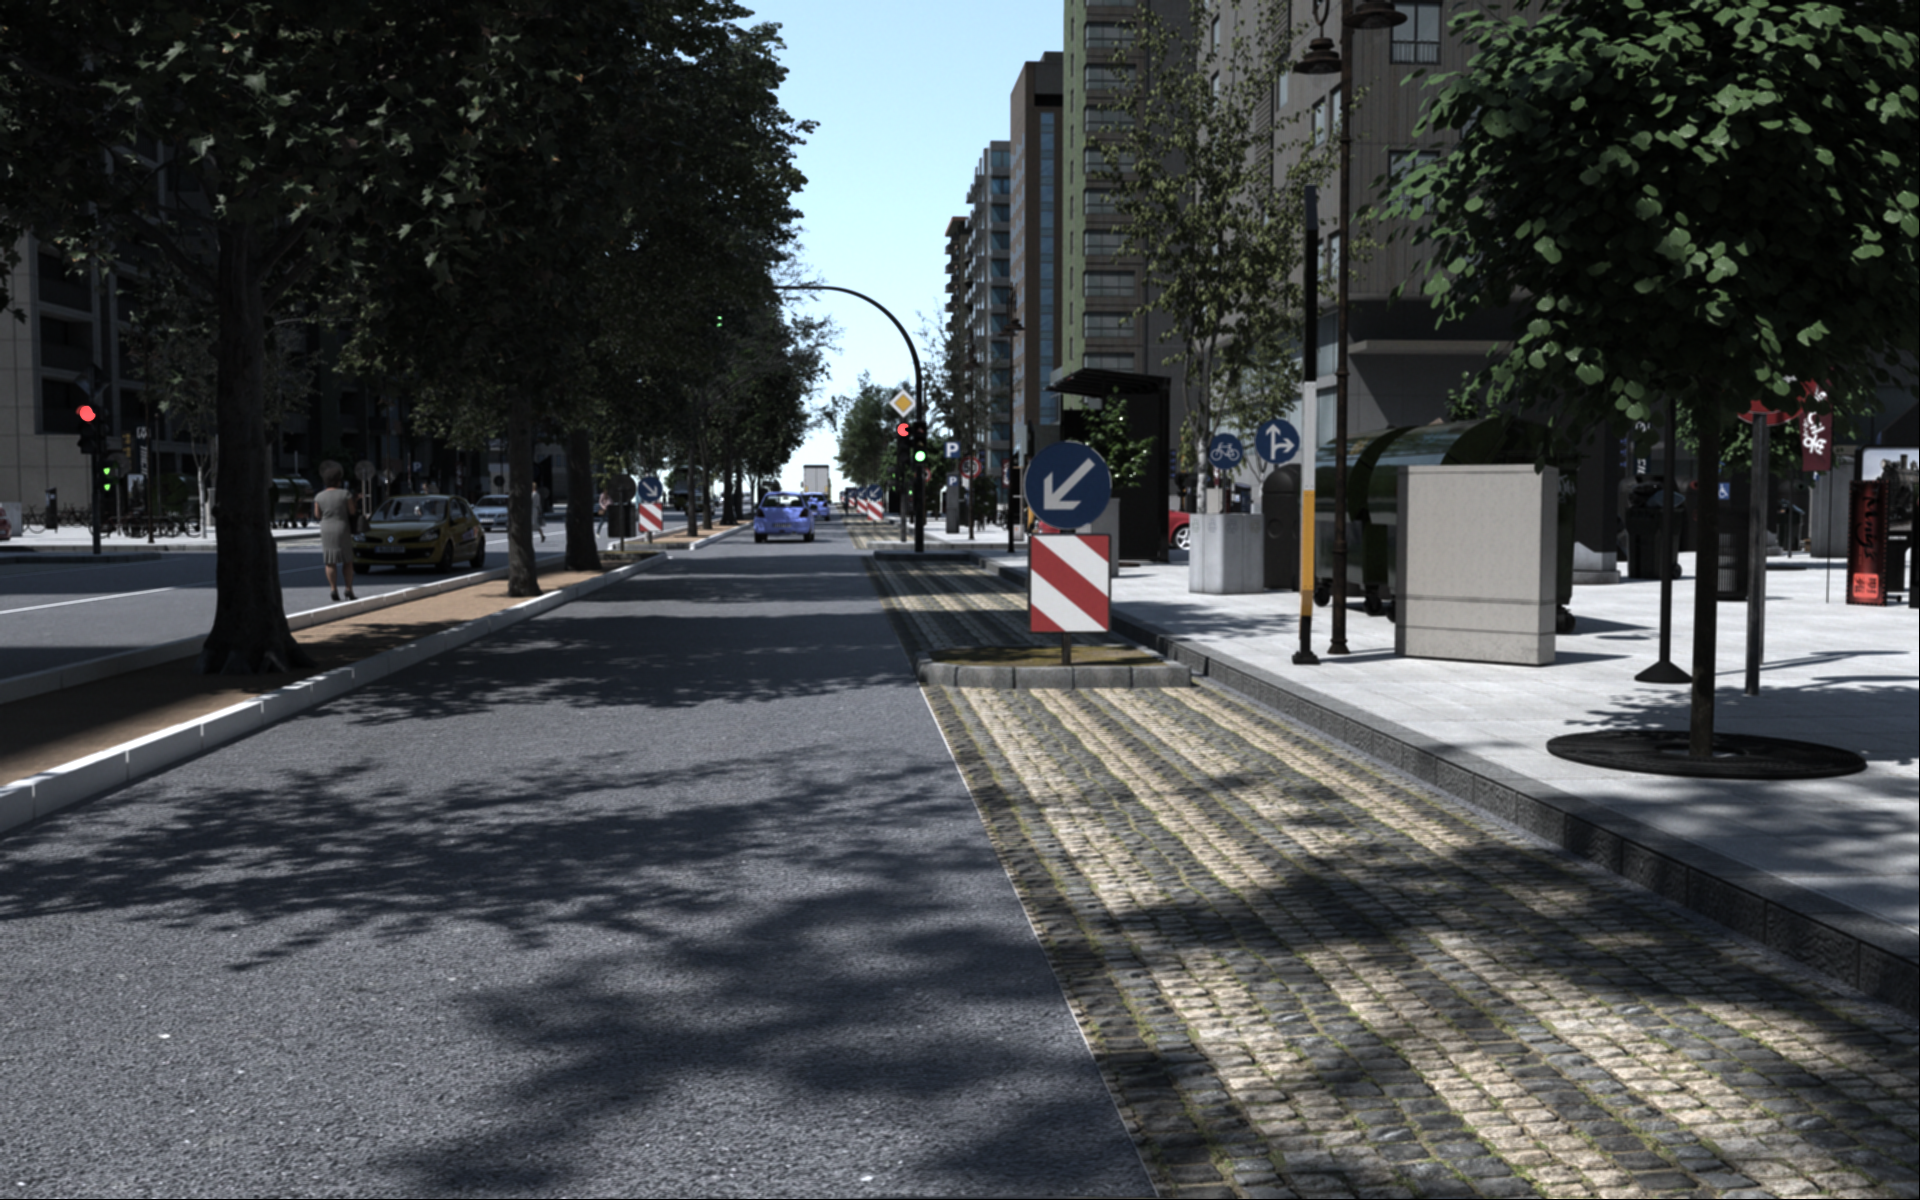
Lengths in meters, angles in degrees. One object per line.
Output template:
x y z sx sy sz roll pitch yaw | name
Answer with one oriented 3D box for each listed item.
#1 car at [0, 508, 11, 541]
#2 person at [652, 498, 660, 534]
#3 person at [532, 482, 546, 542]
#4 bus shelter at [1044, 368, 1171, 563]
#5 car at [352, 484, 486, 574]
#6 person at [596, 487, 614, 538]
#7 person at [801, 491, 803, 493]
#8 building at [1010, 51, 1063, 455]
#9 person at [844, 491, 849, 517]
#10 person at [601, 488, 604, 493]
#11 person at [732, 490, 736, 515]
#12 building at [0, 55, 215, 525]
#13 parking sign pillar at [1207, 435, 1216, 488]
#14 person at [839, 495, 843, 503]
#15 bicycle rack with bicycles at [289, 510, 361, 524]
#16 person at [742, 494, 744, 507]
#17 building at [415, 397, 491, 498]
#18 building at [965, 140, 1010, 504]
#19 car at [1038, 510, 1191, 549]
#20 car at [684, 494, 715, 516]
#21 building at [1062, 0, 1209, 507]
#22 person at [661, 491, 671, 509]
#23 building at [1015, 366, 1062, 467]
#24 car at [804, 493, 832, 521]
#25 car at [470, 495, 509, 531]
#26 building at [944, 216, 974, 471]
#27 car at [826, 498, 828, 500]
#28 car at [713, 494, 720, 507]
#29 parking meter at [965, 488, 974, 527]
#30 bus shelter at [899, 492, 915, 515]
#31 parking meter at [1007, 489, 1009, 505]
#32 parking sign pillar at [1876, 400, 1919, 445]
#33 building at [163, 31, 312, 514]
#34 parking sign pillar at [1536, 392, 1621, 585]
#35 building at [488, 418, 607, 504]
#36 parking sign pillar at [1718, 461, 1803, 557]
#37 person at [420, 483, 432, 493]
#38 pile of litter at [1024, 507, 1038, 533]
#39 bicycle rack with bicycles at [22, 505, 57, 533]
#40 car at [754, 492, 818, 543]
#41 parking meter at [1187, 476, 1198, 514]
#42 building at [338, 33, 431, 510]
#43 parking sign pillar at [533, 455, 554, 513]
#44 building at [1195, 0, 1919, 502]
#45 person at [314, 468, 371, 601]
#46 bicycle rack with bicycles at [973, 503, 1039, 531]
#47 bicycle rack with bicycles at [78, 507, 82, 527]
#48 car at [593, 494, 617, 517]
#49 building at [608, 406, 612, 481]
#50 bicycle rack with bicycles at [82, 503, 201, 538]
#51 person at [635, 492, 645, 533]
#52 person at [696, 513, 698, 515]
-25.394 -1.999 41.723 4.494 1.783 2.155 0 4 -4 | car
-10.981 -3.250 62.308 0.731 1.740 0.598 2 4 27 | person
-12.603 -2.594 51.262 0.624 1.780 0.694 2 4 28 | person
2.932 -2.696 35.365 1.731 3.624 6.357 0 4 -4 | bus shelter
-10.131 -1.360 32.456 2.015 1.641 3.980 0 4 -2 | car
-11.578 -2.899 56.493 0.643 1.750 0.593 3 5 45 | person
-14.751 -9.313 161.700 0.436 1.711 0.756 -3 5 -40 | person
12.711 -32.239 177.225 14.600 45.320 14.200 0 4 -4 | building
-7.024 -5.923 107.146 0.330 1.601 0.589 0 4 5 | person
-23.024 -6.245 110.872 0.573 1.790 0.520 -2 4 -28 | person
-15.146 -6.658 117.544 0.709 1.800 0.728 -1 4 -23 | person
-46.923 -39.200 79.177 20.563 71.187 20.611 0 4 -4 | building
11.303 -5.516 78.651 1.447 3.967 1.447 1 4 16 | parking sign pillar
-18.217 -15.952 269.274 1.348 1.831 0.705 2 4 34 | person
-26.600 -3.652 73.084 2.925 0.926 2.852 3 5 44 | bicycle rack with bicycles
-24.175 -11.198 191.678 0.705 1.812 1.348 1 4 11 | person
-50.436 -23.383 154.008 14.160 30.474 14.107 0 4 -4 | building
12.421 -37.721 236.347 23.786 49.044 30.456 0 4 -4 | building
4.188 -2.082 43.088 4.494 1.783 2.155 0 4 -5 | car
-17.460 -6.483 116.224 2.015 1.641 3.980 0 4 -3 | car
14.565 -27.396 131.518 14.154 41.232 14.086 0 4 -4 | building
-28.309 -9.588 165.979 1.217 1.735 0.721 -2 4 -24 | person
17.670 -51.440 153.717 22.319 86.520 31.000 0 4 -4 | building
-7.780 -5.044 92.061 1.945 1.707 3.694 0 4 -3 | car
-17.640 -3.322 66.323 2.014 1.417 4.499 0 4 -3 | car
8.989 -37.480 267.414 22.147 44.769 28.867 0 4 -4 | building
-12.970 -9.077 157.997 1.945 1.707 3.694 0 4 -6 | car
-27.217 -10.967 189.092 2.009 1.686 4.222 0 4 -6 | car
0.377 -3.636 67.860 0.372 1.533 0.369 0 3 0 | parking meter
-3.104 -6.985 105.492 1.731 3.624 6.357 0 4 -4 | bus shelter
3.054 -6.018 104.097 0.399 1.863 0.255 1 4 8 | parking meter
26.941 -3.755 49.869 1.447 3.967 1.447 -1 4 -19 | parking sign pillar
-47.034 -20.434 105.794 14.160 30.474 14.107 0 4 -4 | building
8.810 -2.234 25.004 1.447 3.967 1.447 -3 5 -41 | parking sign pillar
-59.106 -41.972 228.241 21.231 58.520 28.212 0 4 -4 | building
16.410 -2.912 36.088 1.447 3.967 1.447 -1 4 -21 | parking sign pillar
-18.741 -3.199 60.828 0.581 1.822 0.654 -1 4 -15 | person
2.541 -2.661 57.470 1.176 0.858 1.719 3 4 39 | pile of litter
-31.231 -2.651 56.728 2.852 0.926 2.925 2 4 29 | bicycle rack with bicycles
-5.298 -2.623 52.484 1.945 1.707 3.694 0 4 -3 | car
7.701 -3.158 57.339 0.255 1.863 0.399 -1 4 -22 | parking meter
-53.431 -29.166 131.487 22.147 44.769 28.867 0 4 -4 | building
-28.548 -7.953 118.507 1.447 3.967 1.447 0 4 -3 | parking sign pillar
26.114 -29.816 76.727 27.495 52.752 28.713 0 4 -4 | building
-8.293 -0.886 23.342 0.716 1.782 0.532 0 4 -5 | person
1.404 -2.864 60.211 2.852 0.926 2.925 0 4 1 | bicycle rack with bicycles
-34.471 -3.326 67.764 2.925 0.926 2.852 -2 4 -32 | bicycle rack with bicycles
-19.596 -5.027 93.988 2.131 1.459 4.920 0 4 -6 | car
-57.865 -29.282 250.465 14.160 30.474 14.107 0 4 -4 | building
-23.889 -2.319 51.297 2.925 0.926 2.852 -1 4 -10 | bicycle rack with bicycles
-11.840 -3.383 63.676 0.748 1.841 0.638 0 4 -3 | person
-18.220 -6.624 118.617 0.589 1.601 0.330 1 4 15 | person
